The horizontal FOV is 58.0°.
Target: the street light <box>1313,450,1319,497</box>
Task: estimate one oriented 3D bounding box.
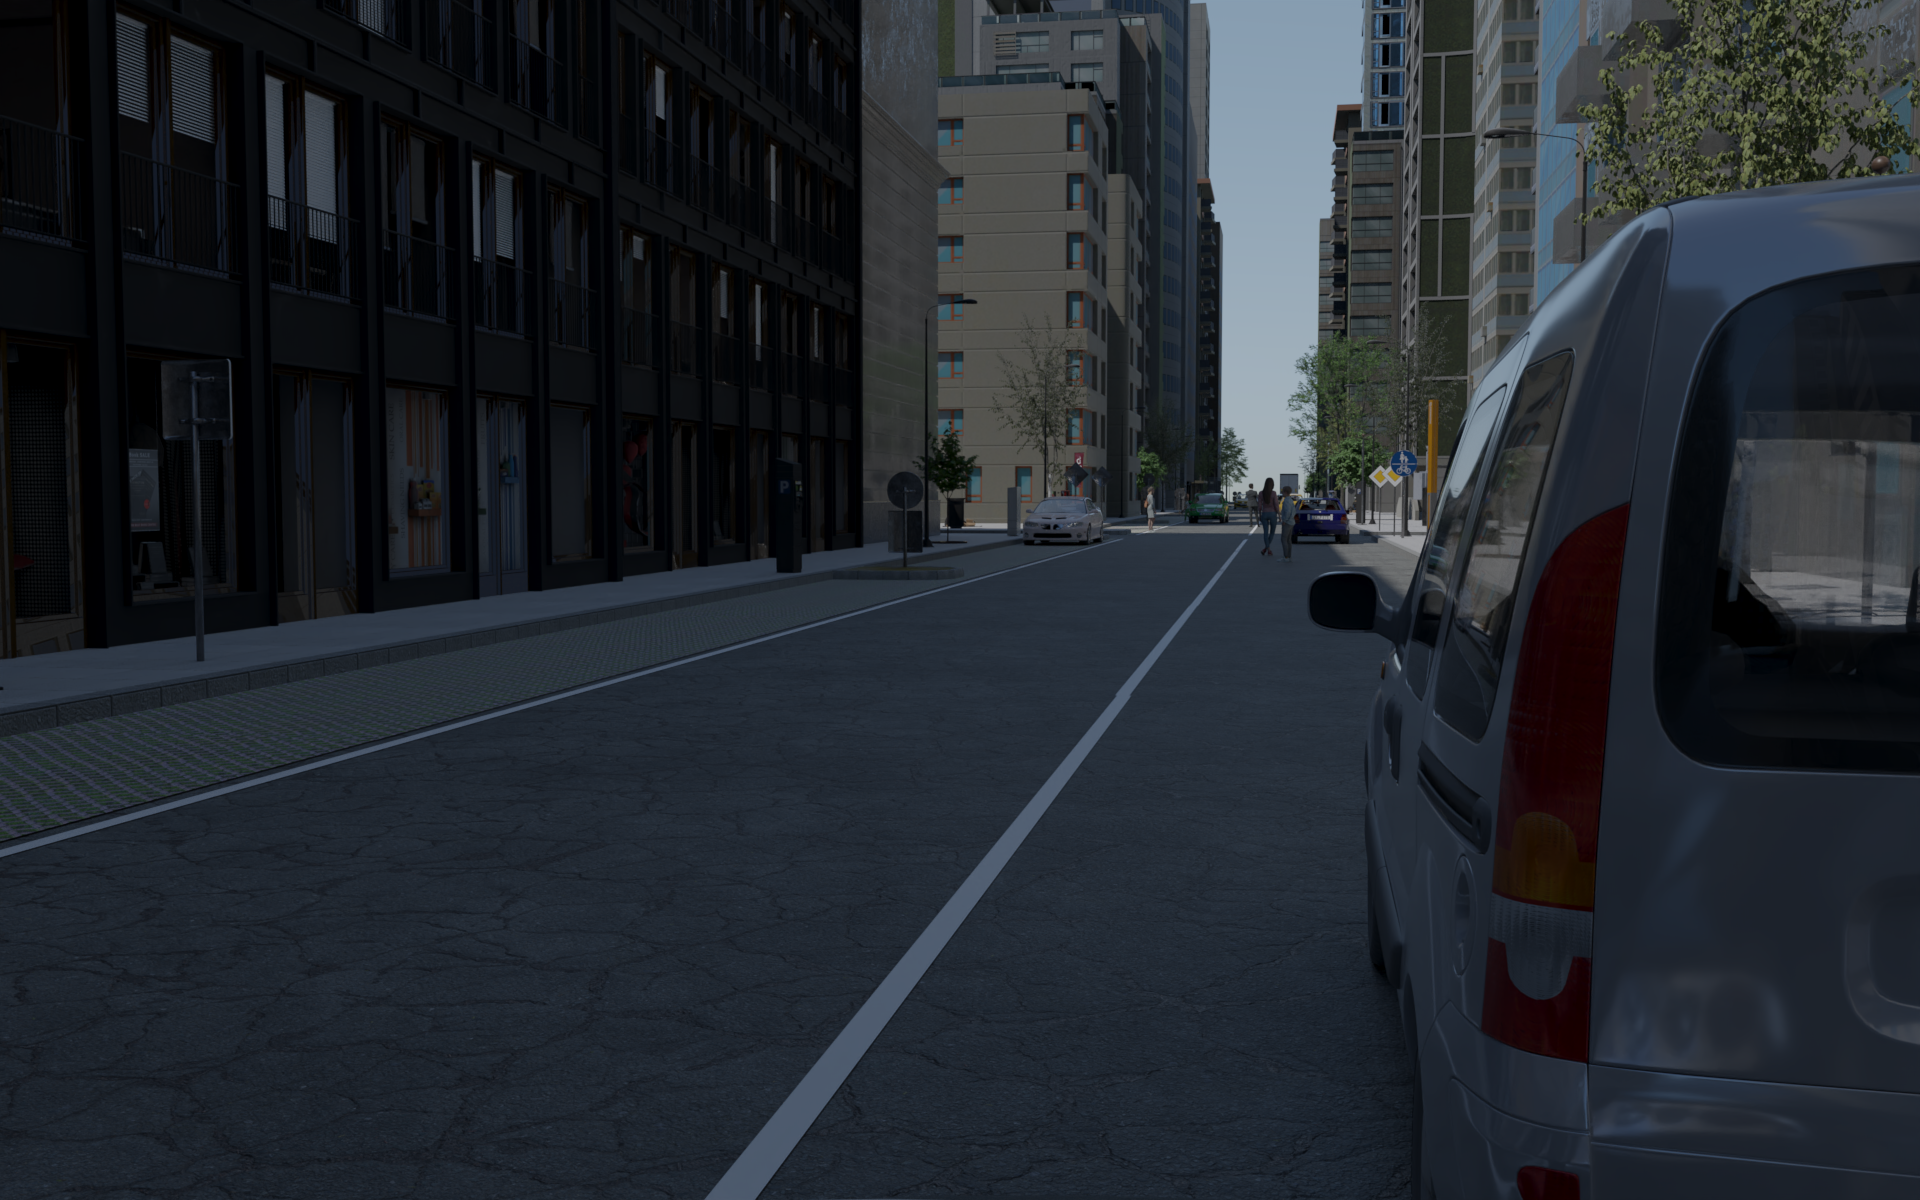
[{"bbox_3d":[28.119,-9.840,133.427,1.470,5.913,1.316,1,4,10],"label":"street light"}]

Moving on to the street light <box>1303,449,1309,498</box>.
[{"bbox_3d":[36.517,-12.637,179.148,1.470,5.913,1.316,1,4,10],"label":"street light"}]

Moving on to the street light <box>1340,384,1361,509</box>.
[{"bbox_3d":[16.954,-6.166,73.352,1.470,5.913,1.316,1,4,10],"label":"street light"}]

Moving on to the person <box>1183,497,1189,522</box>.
[{"bbox_3d":[11.862,-4.743,90.297,0.590,1.304,0.306,-1,4,-14],"label":"person"}]

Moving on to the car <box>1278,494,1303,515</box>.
[{"bbox_3d":[22.412,-6.512,116.702,2.015,1.641,3.980,1,4,9],"label":"car"}]

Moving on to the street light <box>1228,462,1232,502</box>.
[{"bbox_3d":[38.346,-16.921,249.204,1.470,5.913,1.316,1,4,10],"label":"street light"}]

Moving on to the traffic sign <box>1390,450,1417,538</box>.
[{"bbox_3d":[12.858,-3.066,50.228,0.768,2.556,0.104,1,4,17],"label":"traffic sign"}]

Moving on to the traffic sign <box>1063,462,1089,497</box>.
[{"bbox_3d":[3.625,-3.092,54.197,0.795,2.450,0.064,1,4,10],"label":"traffic sign"}]

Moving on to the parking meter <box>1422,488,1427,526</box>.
[{"bbox_3d":[18.736,-3.735,69.477,0.372,1.533,0.369,0,3,0],"label":"parking meter"}]

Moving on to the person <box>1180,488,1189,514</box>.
[{"bbox_3d":[15.345,-6.732,118.532,0.822,1.834,0.622,0,4,0],"label":"person"}]

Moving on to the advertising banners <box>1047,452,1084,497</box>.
[{"bbox_3d":[4.432,-4.708,73.163,2.074,3.025,0.090,3,5,43],"label":"advertising banners"}]

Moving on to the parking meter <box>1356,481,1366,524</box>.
[{"bbox_3d":[17.338,-4.233,74.925,0.255,1.863,0.399,-2,4,-31],"label":"parking meter"}]

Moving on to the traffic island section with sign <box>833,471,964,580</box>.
[{"bbox_3d":[-0.991,-1.284,29.620,1.989,1.847,2.006,1,4,10],"label":"traffic island section with sign"}]

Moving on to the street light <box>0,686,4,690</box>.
[{"bbox_3d":[-5.916,-2.354,11.034,1.470,5.913,1.316,1,4,10],"label":"street light"}]

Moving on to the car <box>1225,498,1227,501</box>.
[{"bbox_3d":[24.374,-9.482,164.813,2.009,1.686,4.222,1,4,11],"label":"car"}]

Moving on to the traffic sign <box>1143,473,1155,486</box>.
[{"bbox_3d":[11.580,-6.492,106.257,0.768,2.556,0.104,1,4,19],"label":"traffic sign"}]

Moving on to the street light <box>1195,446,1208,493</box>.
[{"bbox_3d":[23.298,-11.964,168.156,1.470,5.913,1.316,1,4,10],"label":"street light"}]

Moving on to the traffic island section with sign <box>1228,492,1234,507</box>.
[{"bbox_3d":[28.223,-10.889,186.666,1.989,1.847,2.006,1,4,10],"label":"traffic island section with sign"}]

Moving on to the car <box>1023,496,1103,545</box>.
[{"bbox_3d":[3.005,-2.285,49.728,2.083,1.381,4.827,1,4,12],"label":"car"}]

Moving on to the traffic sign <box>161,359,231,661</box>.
[{"bbox_3d":[-5.823,-0.678,13.217,0.606,2.300,0.079,1,4,15],"label":"traffic sign"}]

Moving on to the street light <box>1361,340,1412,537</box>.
[{"bbox_3d":[12.950,-4.877,52.281,1.470,5.913,1.316,1,4,10],"label":"street light"}]

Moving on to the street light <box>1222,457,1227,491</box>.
[{"bbox_3d":[32.797,-15.084,219.160,1.470,5.913,1.316,1,4,10],"label":"street light"}]

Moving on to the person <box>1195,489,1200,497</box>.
[{"bbox_3d":[14.836,-6.023,107.538,0.480,1.755,0.524,1,4,18],"label":"person"}]

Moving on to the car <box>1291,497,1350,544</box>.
[{"bbox_3d":[10.524,-2.354,51.066,1.945,1.354,3.894,1,4,9],"label":"car"}]

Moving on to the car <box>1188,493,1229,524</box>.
[{"bbox_3d":[12.339,-4.710,85.807,1.959,1.807,4.718,1,4,12],"label":"car"}]

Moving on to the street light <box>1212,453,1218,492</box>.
[{"bbox_3d":[28.934,-13.804,198.235,1.470,5.913,1.316,1,4,10],"label":"street light"}]

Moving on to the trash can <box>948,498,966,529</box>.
[{"bbox_3d":[-0.149,-3.234,64.537,0.748,1.137,0.748,0,3,0],"label":"trash can"}]

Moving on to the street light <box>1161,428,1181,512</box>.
[{"bbox_3d":[14.858,-9.153,122.199,1.470,5.913,1.316,1,4,10],"label":"street light"}]

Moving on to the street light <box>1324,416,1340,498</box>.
[{"bbox_3d":[22.430,-8.004,103.409,1.470,5.913,1.316,1,4,10],"label":"street light"}]

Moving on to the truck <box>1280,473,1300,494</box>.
[{"bbox_3d":[45.834,-15.419,241.017,2.839,4.237,11.283,1,4,12],"label":"truck"}]

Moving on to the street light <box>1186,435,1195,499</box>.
[{"bbox_3d":[17.649,-10.083,137.402,1.470,5.913,1.316,1,4,10],"label":"street light"}]

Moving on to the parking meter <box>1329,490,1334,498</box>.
[{"bbox_3d":[25.355,-6.719,118.274,0.372,1.533,0.369,0,3,0],"label":"parking meter"}]

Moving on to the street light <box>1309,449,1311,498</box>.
[{"bbox_3d":[30.822,-10.738,148.106,1.470,5.913,1.316,1,4,10],"label":"street light"}]

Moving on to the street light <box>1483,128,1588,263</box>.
[{"bbox_3d":[7.338,-3.028,22.054,1.470,5.913,1.316,1,4,10],"label":"street light"}]

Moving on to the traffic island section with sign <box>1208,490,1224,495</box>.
[{"bbox_3d":[23.245,-9.252,159.898,1.989,1.847,2.006,1,4,10],"label":"traffic island section with sign"}]

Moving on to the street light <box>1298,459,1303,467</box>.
[{"bbox_3d":[45.837,-15.701,229.258,1.470,5.913,1.316,1,4,10],"label":"street light"}]

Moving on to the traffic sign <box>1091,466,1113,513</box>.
[{"bbox_3d":[5.084,-3.572,62.048,0.795,2.450,0.064,1,4,10],"label":"traffic sign"}]

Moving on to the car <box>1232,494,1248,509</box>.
[{"bbox_3d":[27.010,-9.486,165.327,2.015,1.641,3.980,1,4,9],"label":"car"}]

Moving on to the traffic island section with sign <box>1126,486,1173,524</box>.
[{"bbox_3d":[9.134,-4.612,84.039,1.989,1.847,2.006,1,4,10],"label":"traffic island section with sign"}]

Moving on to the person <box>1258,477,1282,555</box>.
[{"bbox_3d":[7.242,-1.955,40.473,0.555,1.821,0.388,1,4,16],"label":"person"}]

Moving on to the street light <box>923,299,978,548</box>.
[{"bbox_3d":[-0.275,-4.215,41.462,1.470,5.913,1.316,1,4,10],"label":"street light"}]

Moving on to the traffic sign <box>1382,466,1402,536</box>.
[{"bbox_3d":[13.153,-2.983,52.412,0.795,2.450,0.064,1,4,10],"label":"traffic sign"}]

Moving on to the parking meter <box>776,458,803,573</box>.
[{"bbox_3d":[-2.773,-1.373,28.168,0.399,1.863,0.255,2,4,27],"label":"parking meter"}]

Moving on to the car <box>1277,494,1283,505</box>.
[{"bbox_3d":[26.955,-8.198,143.823,2.009,1.686,4.222,1,4,11],"label":"car"}]

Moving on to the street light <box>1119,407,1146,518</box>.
[{"bbox_3d":[9.163,-7.317,92.182,1.470,5.913,1.316,1,4,10],"label":"street light"}]

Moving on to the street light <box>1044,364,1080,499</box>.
[{"bbox_3d":[3.600,-5.480,62.140,1.470,5.913,1.316,1,4,10],"label":"street light"}]

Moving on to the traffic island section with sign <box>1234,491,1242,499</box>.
[{"bbox_3d":[38.353,-14.224,241.181,1.989,1.847,2.006,1,4,10],"label":"traffic island section with sign"}]

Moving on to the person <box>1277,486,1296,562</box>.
[{"bbox_3d":[6.928,-1.614,36.692,0.330,1.601,0.589,2,4,34],"label":"person"}]

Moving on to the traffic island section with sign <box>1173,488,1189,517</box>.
[{"bbox_3d":[14.103,-6.247,110.770,1.989,1.847,2.006,1,4,10],"label":"traffic island section with sign"}]

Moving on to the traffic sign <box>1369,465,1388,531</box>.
[{"bbox_3d":[14.612,-3.463,60.263,0.795,2.450,0.064,1,4,10],"label":"traffic sign"}]
